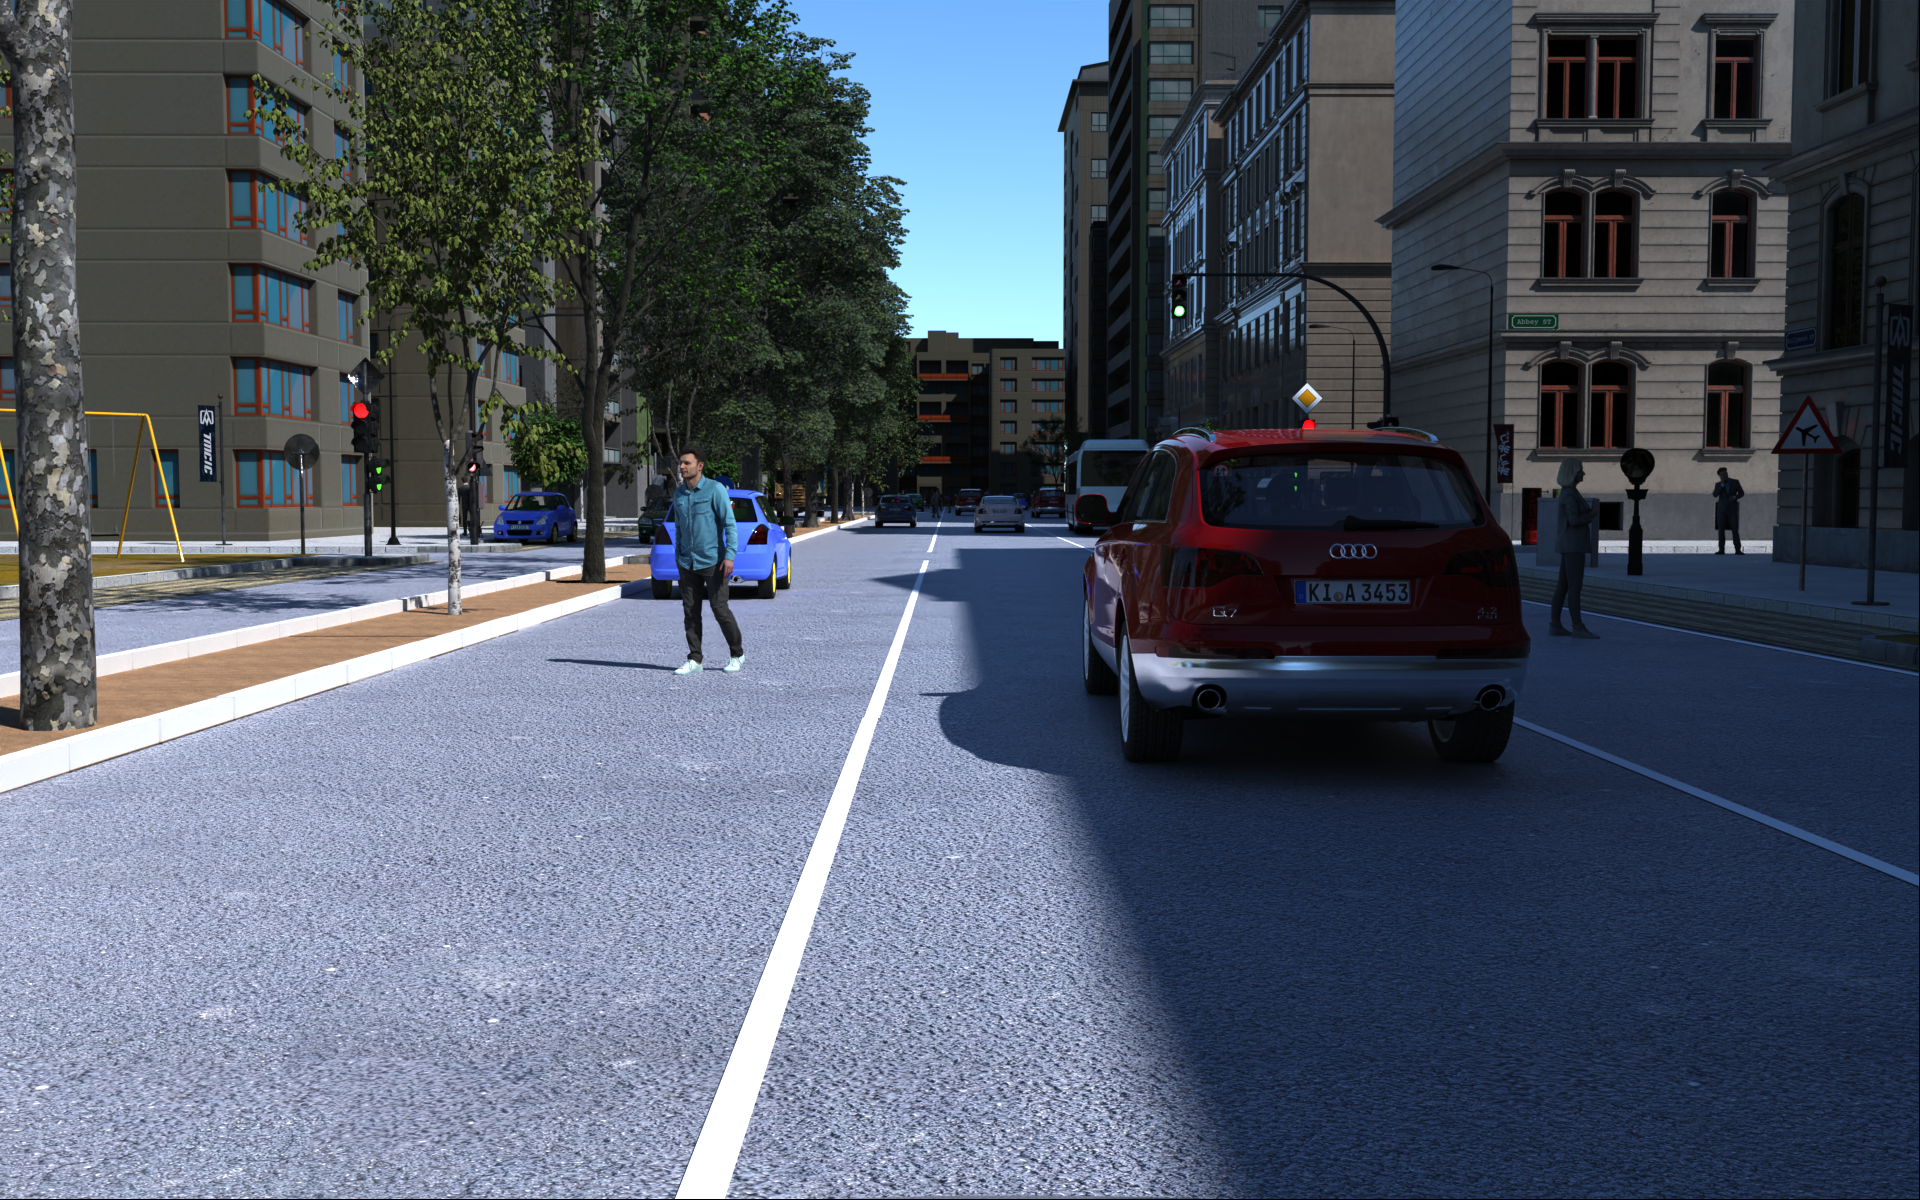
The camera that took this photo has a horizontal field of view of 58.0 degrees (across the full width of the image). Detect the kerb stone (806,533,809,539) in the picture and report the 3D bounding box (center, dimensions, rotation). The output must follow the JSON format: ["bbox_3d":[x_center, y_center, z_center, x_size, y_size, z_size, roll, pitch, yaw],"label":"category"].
[{"bbox_3d":[-4.904,-1.948,54.079,0.120,0.150,1.000,0,4,0],"label":"kerb stone"}]

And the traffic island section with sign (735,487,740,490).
[{"bbox_3d":[-12.259,-5.311,95.456,1.989,1.847,2.006,0,4,0],"label":"traffic island section with sign"}]

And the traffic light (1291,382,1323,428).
[{"bbox_3d":[8.719,-3.354,43.758,0.839,4.253,0.868,0,4,0],"label":"traffic light"}]

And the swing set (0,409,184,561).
[{"bbox_3d":[-16.853,-2.142,32.636,2.862,2.851,3.119,3,5,41],"label":"swing set"}]

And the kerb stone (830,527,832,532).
[{"bbox_3d":[-4.961,-2.578,64.339,0.120,0.150,1.000,0,4,0],"label":"kerb stone"}]

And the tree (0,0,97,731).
[{"bbox_3d":[-6.733,-9.326,10.835,12.611,20.169,13.585,0,3,0],"label":"tree"}]

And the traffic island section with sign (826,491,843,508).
[{"bbox_3d":[-12.725,-10.072,173.312,1.989,1.847,2.006,0,4,0],"label":"traffic island section with sign"}]

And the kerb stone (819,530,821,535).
[{"bbox_3d":[-4.945,-2.263,59.212,0.120,0.150,1.000,0,4,0],"label":"kerb stone"}]

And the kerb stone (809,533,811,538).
[{"bbox_3d":[-4.917,-2.008,55.102,0.120,0.150,1.000,0,4,0],"label":"kerb stone"}]

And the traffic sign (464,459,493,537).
[{"bbox_3d":[-14.264,-3.137,51.301,0.884,2.594,0.081,1,4,8],"label":"traffic sign"}]

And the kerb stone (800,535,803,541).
[{"bbox_3d":[-4.896,-1.821,52.020,0.120,0.150,1.000,0,4,0],"label":"kerb stone"}]

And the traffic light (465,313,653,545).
[{"bbox_3d":[-10.150,-4.220,43.666,4.771,5.953,1.251,0,4,0],"label":"traffic light"}]

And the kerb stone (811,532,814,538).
[{"bbox_3d":[-4.921,-2.073,56.125,0.120,0.150,1.000,0,4,0],"label":"kerb stone"}]

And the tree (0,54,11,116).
[{"bbox_3d":[-14.968,-4.521,24.282,4.737,8.622,4.395,0,3,0],"label":"tree"}]

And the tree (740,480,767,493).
[{"bbox_3d":[-15.963,-8.370,131.449,1.663,3.219,1.824,0,3,0],"label":"tree"}]

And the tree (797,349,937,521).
[{"bbox_3d":[-6.072,-10.633,93.309,9.611,12.733,9.660,0,3,0],"label":"tree"}]

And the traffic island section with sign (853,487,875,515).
[{"bbox_3d":[-6.335,-6.755,118.584,2.006,1.907,1.989,0,4,0],"label":"traffic island section with sign"}]

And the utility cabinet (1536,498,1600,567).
[{"bbox_3d":[10.758,-1.192,30.656,1.020,1.237,0.306,3,5,43],"label":"utility cabinet"}]

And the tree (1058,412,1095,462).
[{"bbox_3d":[10.467,-12.508,154.863,4.737,8.622,4.395,0,3,0],"label":"tree"}]

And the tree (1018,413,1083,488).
[{"bbox_3d":[11.061,-16.045,196.747,8.767,10.594,7.601,-1,4,-9],"label":"tree"}]

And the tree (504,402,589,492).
[{"bbox_3d":[-14.742,-4.797,62.138,4.285,4.588,4.351,0,3,0],"label":"tree"}]

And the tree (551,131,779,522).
[{"bbox_3d":[-5.632,-5.002,34.600,4.360,8.622,3.978,0,3,0],"label":"tree"}]

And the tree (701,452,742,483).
[{"bbox_3d":[-15.704,-7.819,111.561,4.285,4.588,4.351,0,3,0],"label":"tree"}]

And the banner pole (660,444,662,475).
[{"bbox_3d":[-14.758,-5.835,85.427,0.401,3.779,0.863,-1,4,-12],"label":"banner pole"}]

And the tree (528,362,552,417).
[{"bbox_3d":[-17.861,-7.956,80.451,4.360,8.622,3.978,0,3,0],"label":"tree"}]

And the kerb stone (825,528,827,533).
[{"bbox_3d":[-4.957,-2.445,62.279,0.120,0.150,1.000,0,4,0],"label":"kerb stone"}]

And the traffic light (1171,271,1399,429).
[{"bbox_3d":[6.676,-3.728,35.619,4.771,5.953,1.251,0,4,0],"label":"traffic light"}]

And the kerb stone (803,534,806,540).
[{"bbox_3d":[-4.899,-1.887,53.048,0.120,0.150,1.000,0,4,0],"label":"kerb stone"}]

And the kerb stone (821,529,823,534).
[{"bbox_3d":[-4.941,-2.324,60.235,0.120,0.150,1.000,0,4,0],"label":"kerb stone"}]

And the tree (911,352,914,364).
[{"bbox_3d":[-5.975,-9.497,83.491,9.928,11.665,9.643,0,3,0],"label":"tree"}]

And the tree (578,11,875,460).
[{"bbox_3d":[-5.783,-8.433,46.988,9.857,13.997,8.962,0,3,0],"label":"tree"}]

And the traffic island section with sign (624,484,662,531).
[{"bbox_3d":[-12.101,-3.653,68.357,1.989,1.847,2.006,0,4,0],"label":"traffic island section with sign"}]

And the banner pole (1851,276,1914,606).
[{"bbox_3d":[10.763,-1.839,20.088,0.863,3.779,0.401,-2,4,-29],"label":"banner pole"}]

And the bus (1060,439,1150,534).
[{"bbox_3d":[5.400,-4.285,64.925,2.948,3.499,13.247,0,4,2],"label":"bus"}]

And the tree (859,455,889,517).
[{"bbox_3d":[-5.923,-9.359,105.844,4.737,8.622,4.395,0,3,0],"label":"tree"}]

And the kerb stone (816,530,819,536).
[{"bbox_3d":[-4.926,-2.201,58.177,0.120,0.150,1.000,0,4,0],"label":"kerb stone"}]

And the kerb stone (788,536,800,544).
[{"bbox_3d":[-4.892,-1.762,50.998,0.120,0.150,1.000,0,4,0],"label":"kerb stone"}]

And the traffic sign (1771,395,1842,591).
[{"bbox_3d":[11.186,-1.403,22.938,0.884,2.594,0.081,1,4,9],"label":"traffic sign"}]

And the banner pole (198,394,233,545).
[{"bbox_3d":[-18.597,-3.251,43.172,0.401,3.779,0.863,2,4,32],"label":"banner pole"}]

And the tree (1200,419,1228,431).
[{"bbox_3d":[10.844,-5.609,75.428,4.285,4.588,4.351,0,3,0],"label":"tree"}]

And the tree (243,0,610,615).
[{"bbox_3d":[-5.920,-4.106,19.949,4.737,8.622,4.395,0,3,0],"label":"tree"}]

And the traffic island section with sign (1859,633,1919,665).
[{"bbox_3d":[8.937,-0.379,14.828,1.989,1.847,2.006,0,4,0],"label":"traffic island section with sign"}]

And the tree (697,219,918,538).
[{"bbox_3d":[-5.514,-7.281,55.906,8.767,10.594,7.601,0,4,0],"label":"tree"}]

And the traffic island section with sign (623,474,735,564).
[{"bbox_3d":[-5.845,-1.707,36.039,2.006,1.907,1.989,0,4,0],"label":"traffic island section with sign"}]

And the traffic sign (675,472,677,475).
[{"bbox_3d":[-14.847,-5.641,92.333,0.768,2.556,0.104,0,4,3],"label":"traffic sign"}]

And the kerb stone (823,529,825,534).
[{"bbox_3d":[-4.949,-2.389,61.257,0.120,0.150,1.000,0,4,0],"label":"kerb stone"}]

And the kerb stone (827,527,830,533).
[{"bbox_3d":[-4.954,-2.514,63.307,0.120,0.150,1.000,0,4,0],"label":"kerb stone"}]

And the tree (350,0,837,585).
[{"bbox_3d":[-5.754,-6.059,27.277,9.928,11.665,9.643,0,3,0],"label":"tree"}]

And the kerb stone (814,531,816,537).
[{"bbox_3d":[-4.922,-2.138,57.151,0.120,0.150,1.000,0,4,0],"label":"kerb stone"}]

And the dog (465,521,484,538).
[{"bbox_3d":[-14.207,-2.072,50.707,0.540,0.507,0.406,-1,4,-13],"label":"dog"}]

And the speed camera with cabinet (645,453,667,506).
[{"bbox_3d":[-14.418,-5.369,82.119,0.660,3.252,2.038,0,4,4],"label":"speed camera with cabinet"}]

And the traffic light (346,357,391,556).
[{"bbox_3d":[-12.194,-2.857,35.633,0.839,4.253,0.868,0,4,0],"label":"traffic light"}]

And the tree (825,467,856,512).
[{"bbox_3d":[-6.282,-9.033,100.504,4.360,8.622,3.978,0,3,0],"label":"tree"}]

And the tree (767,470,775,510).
[{"bbox_3d":[-15.391,-8.947,140.890,1.663,3.219,1.824,0,3,0],"label":"tree"}]
